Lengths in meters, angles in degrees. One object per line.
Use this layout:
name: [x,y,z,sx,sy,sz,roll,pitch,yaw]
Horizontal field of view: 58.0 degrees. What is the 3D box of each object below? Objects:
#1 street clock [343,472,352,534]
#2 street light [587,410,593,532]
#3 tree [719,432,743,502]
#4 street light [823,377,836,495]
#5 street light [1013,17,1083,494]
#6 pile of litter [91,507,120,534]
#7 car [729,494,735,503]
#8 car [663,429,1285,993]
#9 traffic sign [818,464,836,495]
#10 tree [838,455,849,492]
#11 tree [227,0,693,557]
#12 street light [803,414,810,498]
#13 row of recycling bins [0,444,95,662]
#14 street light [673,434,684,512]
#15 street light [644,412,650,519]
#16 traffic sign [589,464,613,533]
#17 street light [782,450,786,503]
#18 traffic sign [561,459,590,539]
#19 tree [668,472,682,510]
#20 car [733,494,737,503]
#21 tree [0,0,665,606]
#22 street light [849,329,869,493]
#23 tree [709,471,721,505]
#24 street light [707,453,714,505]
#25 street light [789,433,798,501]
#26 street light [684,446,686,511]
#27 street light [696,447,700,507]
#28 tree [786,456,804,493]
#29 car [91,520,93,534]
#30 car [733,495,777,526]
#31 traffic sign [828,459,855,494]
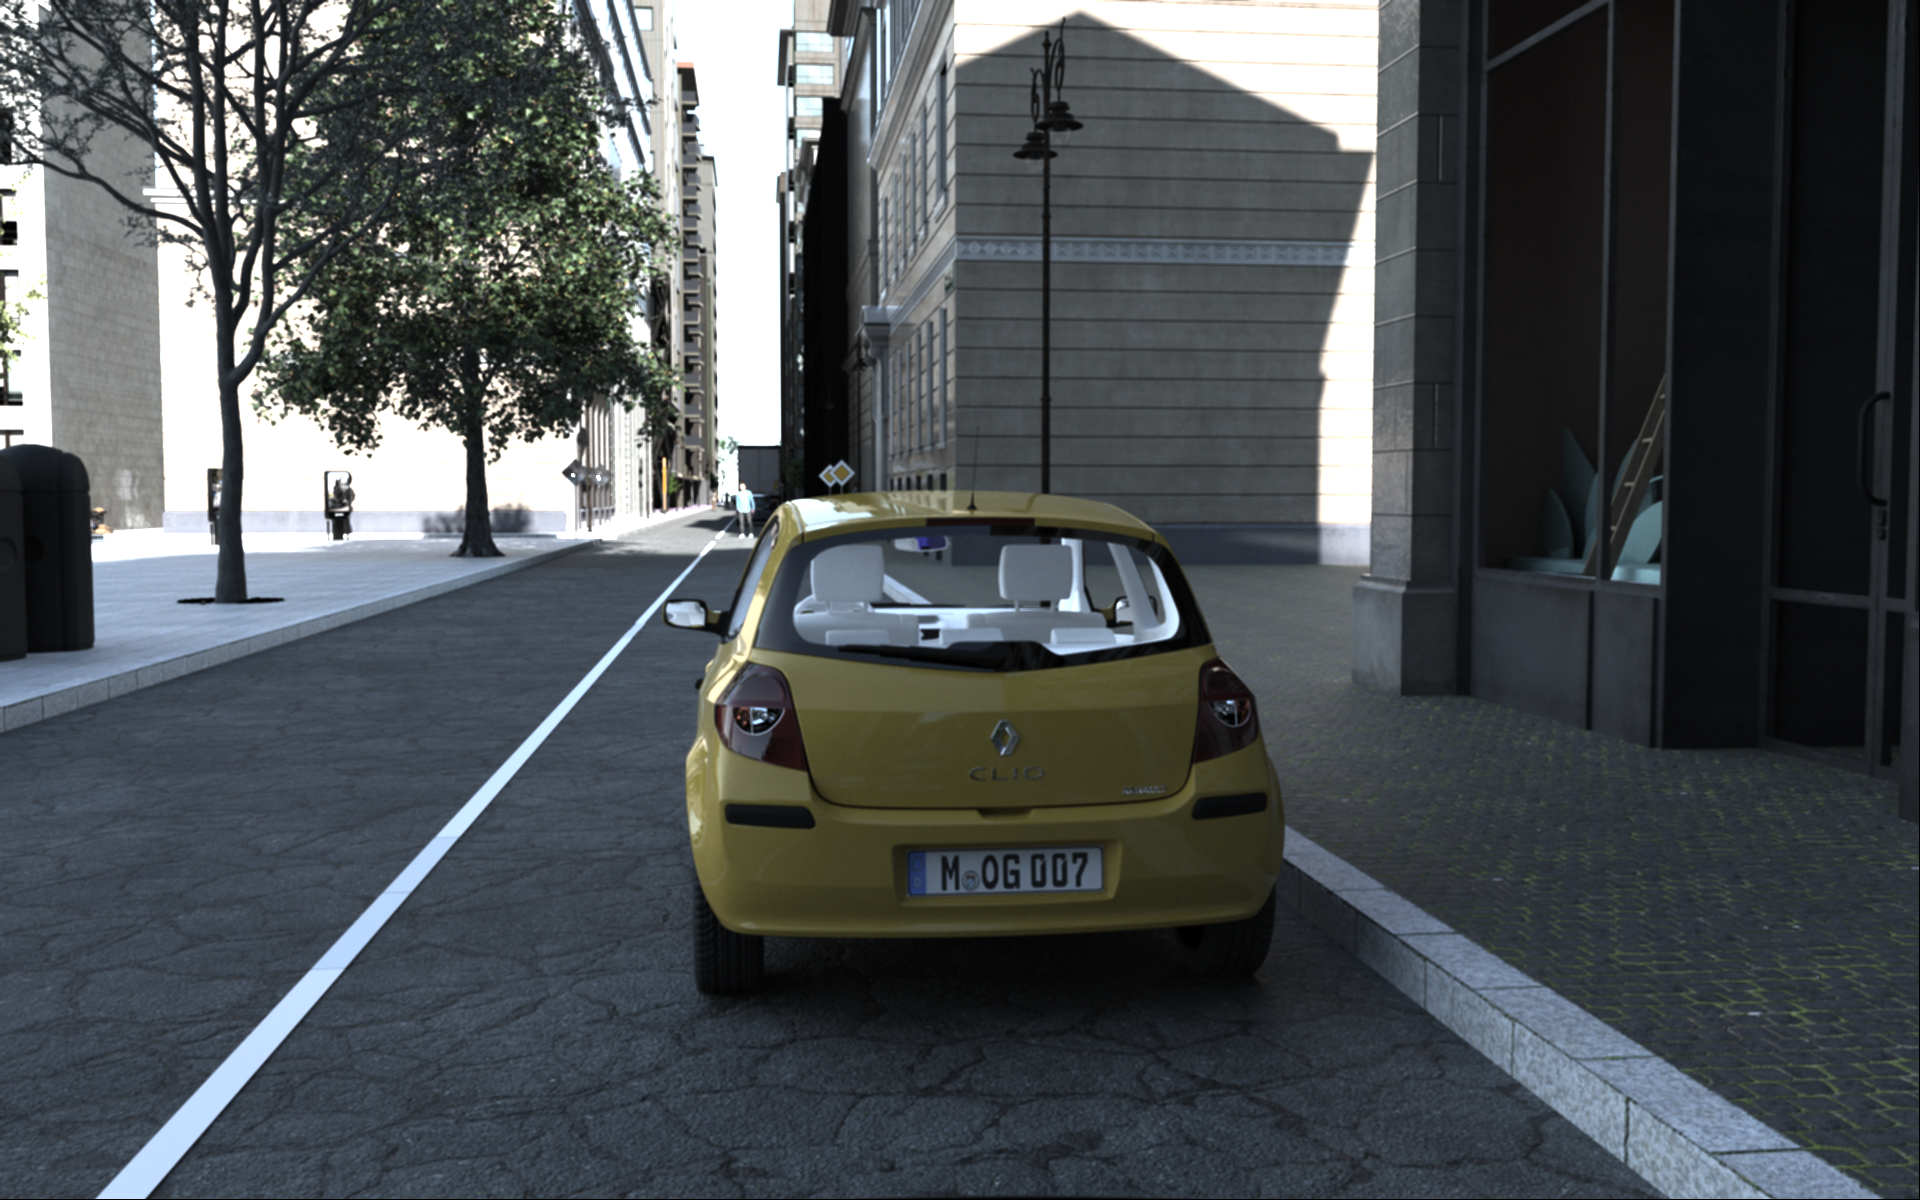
street clock: [-19.643,-3.103,55.305,0.471,2.002,0.358,2,4,31]
street light: [-12.374,-5.197,57.762,0.468,5.910,1.993,0,4,-7]
tree: [-39.663,-22.263,289.748,9.928,11.665,9.643,0,3,0]
street light: [-5.165,-5.871,68.782,0.468,5.910,1.993,0,4,-7]
street light: [0.868,-2.732,17.457,0.468,5.910,1.993,0,4,-7]
pile of litter: [-27.531,-2.519,55.143,1.719,0.858,1.176,0,4,6]
car: [-34.522,-15.607,266.966,2.131,1.459,4.920,0,4,-8]
car: [-0.117,0.229,6.477,2.015,1.641,3.980,0,4,-7]
traffic sign: [-4.342,-3.322,57.961,0.795,2.450,0.064,0,4,-7]
tree: [-4.591,-4.937,75.325,1.663,3.219,1.824,0,3,0]
tree: [-10.031,-7.234,35.278,9.611,12.733,9.660,0,3,0]
street light: [-8.806,-7.799,100.302,0.468,5.910,1.993,0,4,-7]
row of recycling bins: [-7.876,-0.357,12.952,1.069,1.692,3.534,1,4,13]
street light: [-19.707,-9.033,120.474,0.468,5.910,1.993,0,4,-7]
street light: [-16.058,-7.107,88.984,0.468,5.910,1.993,0,4,-7]
traffic sign: [-11.837,-3.270,57.106,0.795,2.450,0.064,0,4,-7]
street light: [-17.877,-12.477,176.782,0.468,5.910,1.993,0,4,-7]
traffic sign: [-10.908,-2.785,49.175,0.795,2.450,0.064,0,4,-7]
tree: [-21.555,-8.234,129.233,1.663,3.219,1.824,0,3,0]
car: [-32.122,-14.685,251.897,2.131,1.459,4.920,-1,4,-8]
tree: [-8.468,-6.710,20.084,12.009,13.543,11.850,0,3,0]
street light: [-2.836,-4.641,48.676,0.468,5.910,1.993,0,4,-7]
tree: [-30.606,-13.751,208.541,4.285,4.588,4.351,0,3,0]
street light: [-28.526,-13.687,196.574,0.468,5.910,1.993,0,4,-7]
street light: [-12.511,-9.719,131.695,0.468,5.910,1.993,0,4,-7]
street light: [-21.428,-9.866,134.100,0.468,5.910,1.993,0,4,-7]
street light: [-24.971,-11.777,165.338,0.468,5.910,1.993,0,4,-7]
tree: [-11.992,-9.262,135.146,4.285,4.588,4.351,0,3,0]
car: [-28.482,-2.396,51.540,4.827,1.381,2.083,0,4,-6]
car: [-9.438,-4.149,79.838,2.014,1.417,4.499,0,4,-8]
traffic sign: [-3.413,-2.837,50.030,0.795,2.450,0.064,0,4,-7]
